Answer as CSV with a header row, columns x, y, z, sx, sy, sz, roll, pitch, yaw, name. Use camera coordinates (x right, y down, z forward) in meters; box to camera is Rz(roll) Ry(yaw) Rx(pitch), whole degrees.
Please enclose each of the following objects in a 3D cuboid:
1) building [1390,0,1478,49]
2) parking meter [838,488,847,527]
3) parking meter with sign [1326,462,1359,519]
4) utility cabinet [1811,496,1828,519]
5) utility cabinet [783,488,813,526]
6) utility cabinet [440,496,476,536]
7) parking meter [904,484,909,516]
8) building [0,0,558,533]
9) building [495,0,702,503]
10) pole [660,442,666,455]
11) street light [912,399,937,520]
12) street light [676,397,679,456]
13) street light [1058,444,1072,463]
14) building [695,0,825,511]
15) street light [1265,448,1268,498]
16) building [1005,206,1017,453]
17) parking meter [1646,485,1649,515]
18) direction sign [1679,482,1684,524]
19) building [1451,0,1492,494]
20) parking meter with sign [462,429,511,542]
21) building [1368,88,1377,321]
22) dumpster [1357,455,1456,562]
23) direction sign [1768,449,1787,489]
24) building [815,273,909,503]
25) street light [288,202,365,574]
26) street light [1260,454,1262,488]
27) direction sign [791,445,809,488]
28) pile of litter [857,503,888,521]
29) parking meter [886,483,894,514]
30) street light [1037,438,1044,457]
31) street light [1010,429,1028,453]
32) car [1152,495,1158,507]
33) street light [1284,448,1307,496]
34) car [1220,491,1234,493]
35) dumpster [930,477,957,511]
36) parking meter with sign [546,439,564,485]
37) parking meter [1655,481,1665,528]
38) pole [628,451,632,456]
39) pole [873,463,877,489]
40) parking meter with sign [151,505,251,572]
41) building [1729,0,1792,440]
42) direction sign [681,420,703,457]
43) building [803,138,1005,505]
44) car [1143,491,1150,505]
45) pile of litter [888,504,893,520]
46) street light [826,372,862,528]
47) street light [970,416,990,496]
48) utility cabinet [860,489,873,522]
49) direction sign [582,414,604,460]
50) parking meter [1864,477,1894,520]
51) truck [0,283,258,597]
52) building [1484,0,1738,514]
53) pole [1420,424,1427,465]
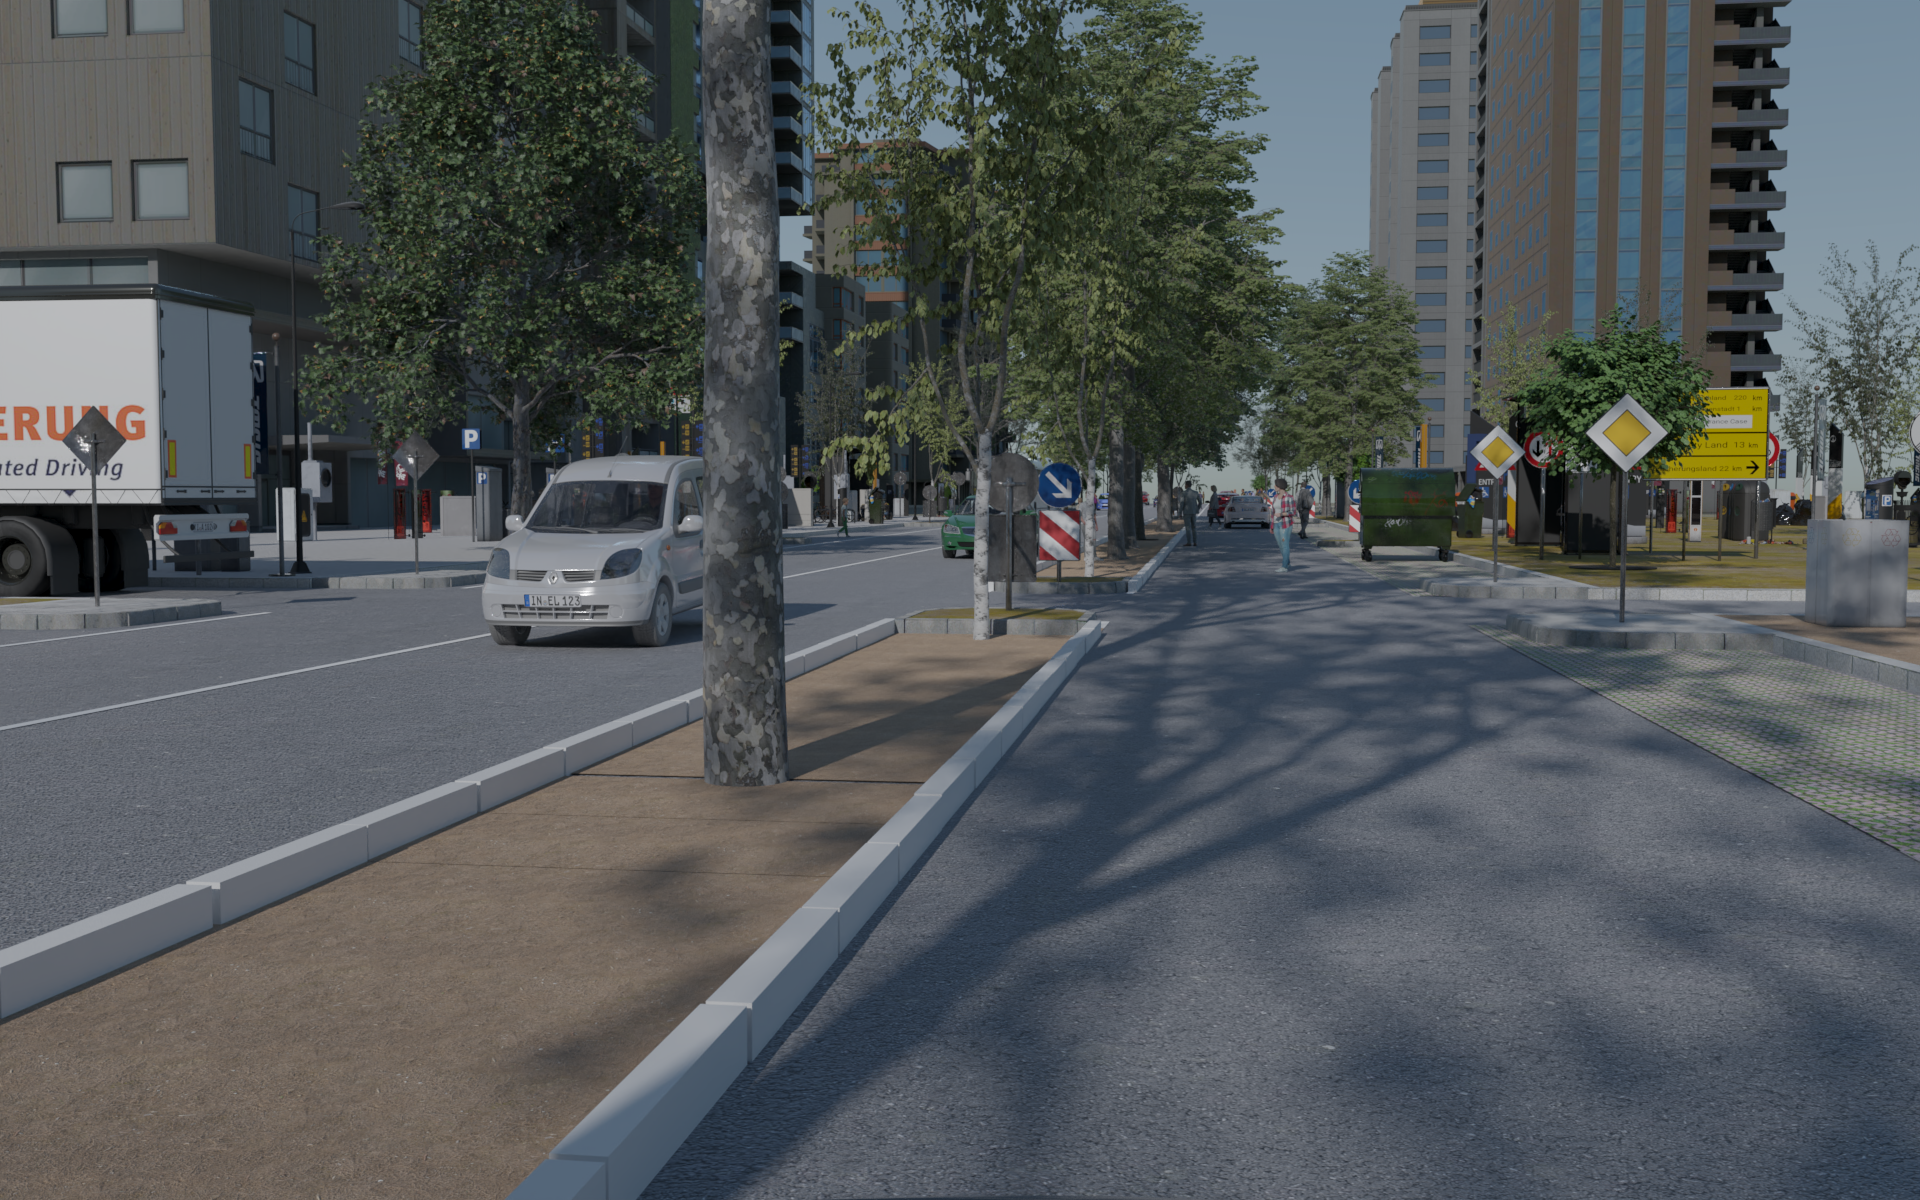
x,y,z,sx,sy,sz,roll,pitch,yaw,name
62.826,-40.886,210.492,21.231,58.520,28.212,1,4,8,building
-4.656,-3.676,68.506,0.372,1.533,0.369,0,3,0,parking meter
20.113,-5.791,90.940,1.738,3.016,0.543,0,4,7,parking meter with sign
34.114,-3.512,68.575,0.306,1.237,1.020,0,4,-2,utility cabinet
-6.401,-3.653,68.412,1.173,1.500,0.318,1,4,13,utility cabinet
-15.379,-2.563,53.069,1.020,1.237,0.306,-2,4,-35,utility cabinet
-3.118,-5.788,100.340,0.255,1.863,0.399,-1,4,-8,parking meter
-33.228,-29.072,64.560,28.713,52.752,27.495,1,4,8,building
-22.693,-25.004,92.403,14.154,41.232,14.086,1,4,8,building
-11.545,-4.501,67.434,0.158,3.312,0.155,0,3,0,pole
-1.664,-6.869,84.845,1.470,5.913,1.316,1,4,8,street light
-7.190,-4.568,47.222,1.470,5.913,1.316,1,4,8,street light
9.711,-11.541,161.232,1.470,5.913,1.316,1,4,8,street light
-21.963,-49.378,120.001,22.319,86.520,31.000,1,4,8,building
31.533,-12.381,174.967,1.470,5.913,1.316,1,4,8,street light
-3.663,-36.083,244.576,22.147,44.769,28.867,1,4,8,building
38.316,-5.551,96.475,0.399,1.863,0.255,2,4,31,parking meter
31.105,-5.038,74.371,0.379,3.537,0.876,3,4,38,direction sign
52.916,-43.220,144.899,20.563,71.187,20.611,1,4,8,building
-12.748,-3.102,46.984,0.543,3.016,1.738,1,4,18,parking meter with sign
67.061,-42.604,238.573,21.231,58.520,28.212,1,4,8,building
9.426,-1.939,36.656,1.985,2.255,1.502,1,4,9,dumpster
40.962,-5.806,86.928,0.876,3.537,0.379,1,4,21,direction sign
-20.667,-18.795,152.330,27.650,21.520,28.899,1,4,8,building
-10.143,-3.377,27.757,1.470,5.913,1.316,1,4,8,street light
35.173,-13.877,199.421,1.470,5.913,1.316,1,4,8,street light
-7.374,-5.375,79.879,0.876,3.537,0.379,1,4,16,direction sign
-4.394,-4.139,81.638,1.719,0.858,1.176,0,4,-2,pile of litter
-3.836,-5.477,95.266,0.399,1.863,0.255,0,4,8,parking meter
6.867,-10.348,141.733,1.470,5.913,1.316,1,4,8,street light
4.092,-9.198,122.923,1.470,5.913,1.316,1,4,8,street light
21.769,-10.688,187.329,1.945,1.354,3.894,0,4,7,car
23.143,-8.920,118.388,1.470,5.913,1.316,1,4,8,street light
29.033,-10.996,188.449,2.281,1.827,5.304,0,4,7,car
-1.074,-5.995,100.519,1.502,2.255,1.985,1,4,8,dumpster
-11.815,-3.318,50.505,0.543,3.016,1.738,-1,4,-14,parking meter with sign
26.210,-3.615,64.816,0.255,1.863,0.399,1,4,12,parking meter
-15.707,-5.417,82.412,0.158,3.312,0.155,0,3,0,pole
-4.877,-6.451,99.320,0.158,3.312,0.155,0,3,0,pole
-12.690,-1.990,28.792,1.738,3.016,0.543,1,4,10,parking meter with sign
44.994,-28.412,114.652,14.600,45.320,14.200,1,4,8,building
-8.209,-3.748,53.279,0.876,3.537,0.379,2,4,30,direction sign
-7.447,-34.335,216.008,22.147,44.769,28.867,1,4,8,building
22.970,-12.931,220.090,2.281,1.827,5.304,1,4,10,car
-3.935,-4.379,85.567,1.176,0.858,1.719,2,4,32,pile of litter
-4.409,-5.718,66.031,1.470,5.913,1.316,1,4,8,street light
1.183,-8.016,103.603,1.470,5.913,1.316,1,4,8,street light
-4.711,-4.810,87.324,0.318,1.500,1.173,1,4,15,utility cabinet
-10.413,-3.499,49.201,0.876,3.537,0.379,2,4,35,direction sign
13.483,-1.041,25.432,0.372,1.533,0.369,0,3,0,parking meter
-16.027,-2.206,24.986,11.283,4.237,2.839,0,4,8,truck
47.447,-29.266,128.617,14.600,45.320,14.200,1,4,8,building
13.548,-3.476,50.676,0.158,3.312,0.155,0,3,0,pole
